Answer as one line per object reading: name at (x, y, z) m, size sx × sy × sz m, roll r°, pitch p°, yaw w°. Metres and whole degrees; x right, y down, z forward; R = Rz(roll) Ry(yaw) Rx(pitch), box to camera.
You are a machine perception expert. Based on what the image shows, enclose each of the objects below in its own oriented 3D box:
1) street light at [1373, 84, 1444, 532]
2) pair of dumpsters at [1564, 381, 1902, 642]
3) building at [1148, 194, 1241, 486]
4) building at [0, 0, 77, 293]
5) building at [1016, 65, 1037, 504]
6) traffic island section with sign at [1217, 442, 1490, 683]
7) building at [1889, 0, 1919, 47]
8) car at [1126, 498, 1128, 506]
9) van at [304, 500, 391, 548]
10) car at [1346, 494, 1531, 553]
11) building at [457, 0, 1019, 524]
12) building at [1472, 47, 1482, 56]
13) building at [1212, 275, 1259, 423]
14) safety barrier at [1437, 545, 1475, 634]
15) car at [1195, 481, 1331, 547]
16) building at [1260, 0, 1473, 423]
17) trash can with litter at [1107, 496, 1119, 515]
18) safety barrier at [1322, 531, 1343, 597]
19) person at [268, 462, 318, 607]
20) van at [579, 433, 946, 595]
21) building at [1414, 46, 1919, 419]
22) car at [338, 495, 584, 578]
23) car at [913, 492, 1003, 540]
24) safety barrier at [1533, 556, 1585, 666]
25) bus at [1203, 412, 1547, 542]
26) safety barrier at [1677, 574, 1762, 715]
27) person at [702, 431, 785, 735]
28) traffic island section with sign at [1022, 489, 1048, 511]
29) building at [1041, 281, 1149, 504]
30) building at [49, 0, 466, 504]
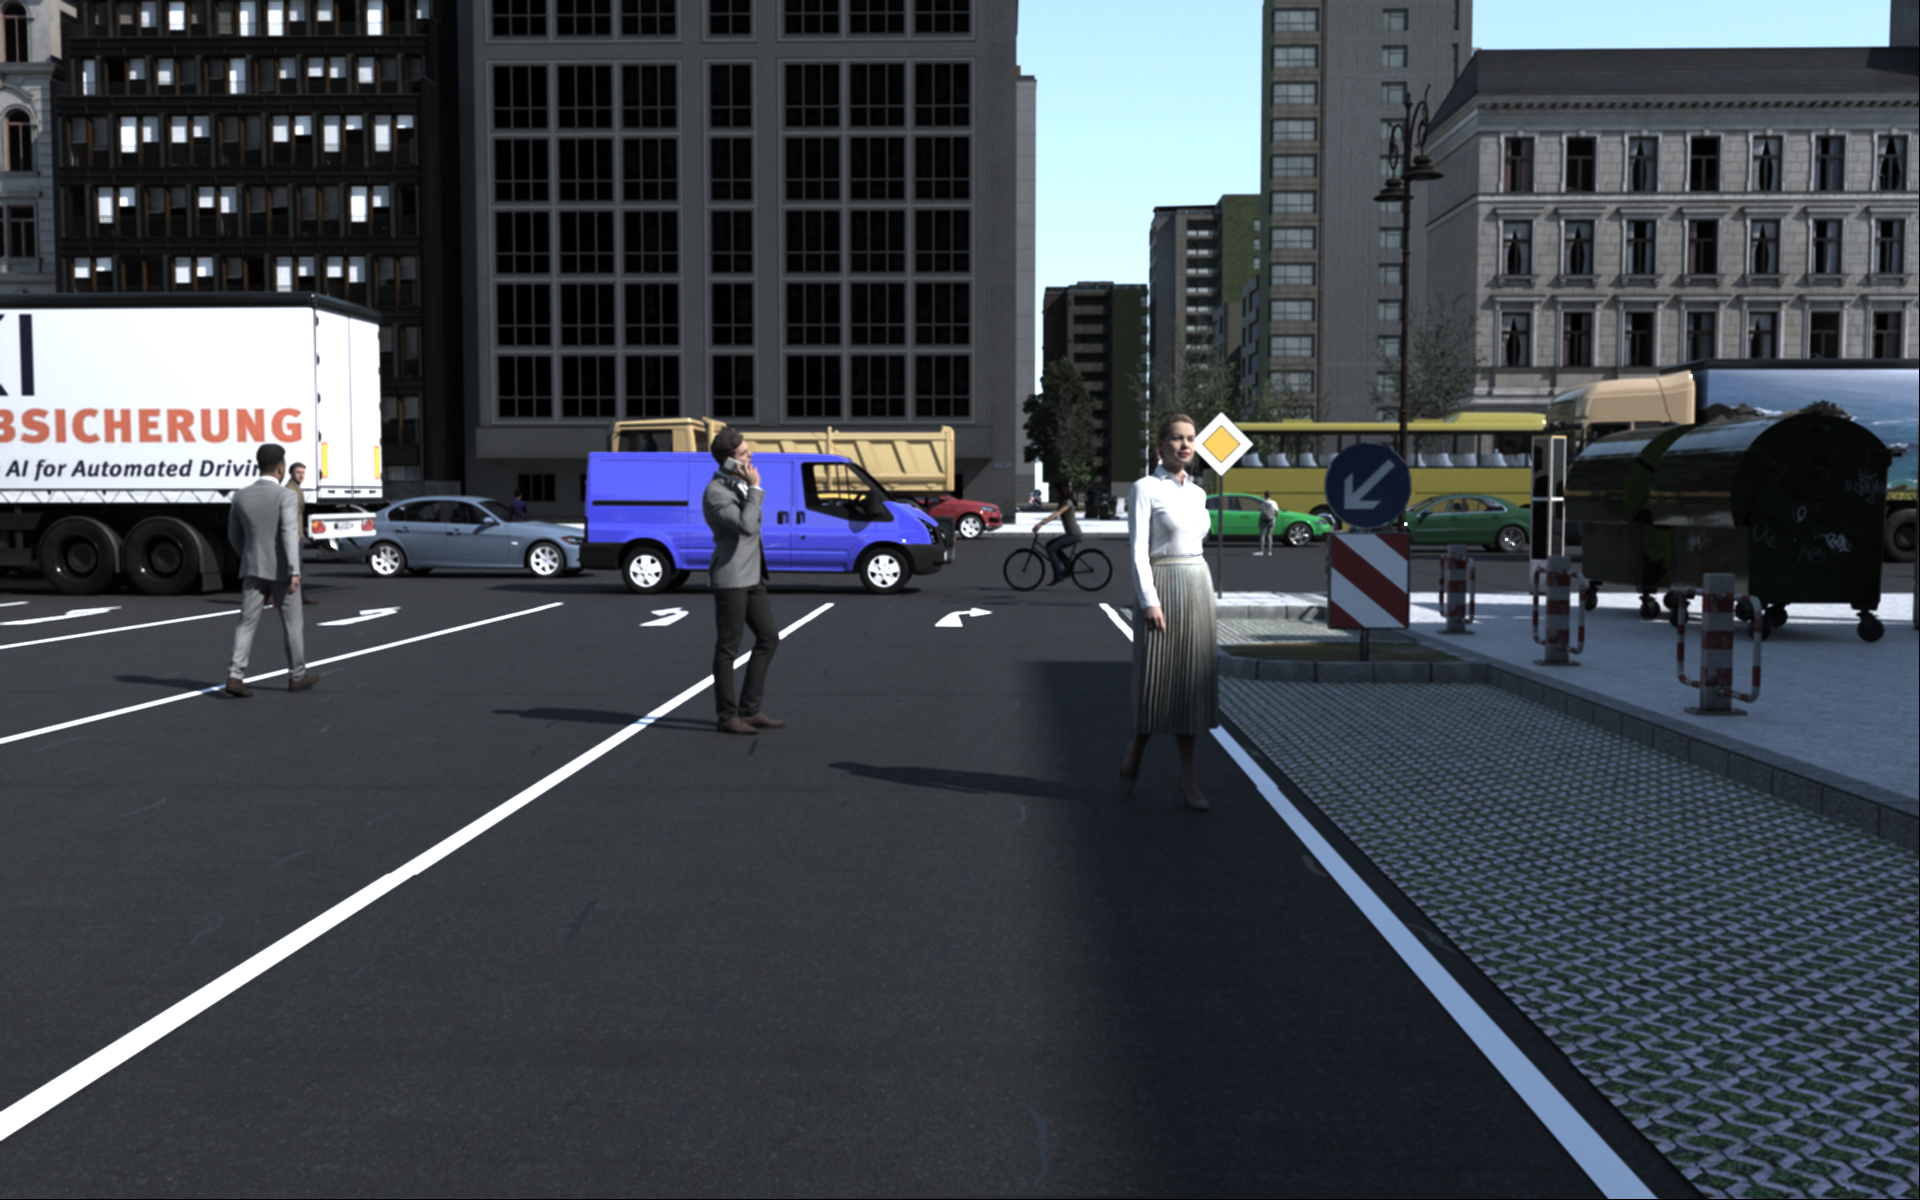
street light at (5.160, -2.894, 20.103) m, size 0.468 × 5.910 × 1.993 m, roll 0°, pitch 4°, yaw 1°
pair of dumpsters at (7.419, -0.888, 17.012) m, size 1.574 × 2.255 × 4.437 m, roll 0°, pitch 4°, yaw 1°
building at (33.418, -33.917, 238.132) m, size 14.086 × 41.232 × 14.154 m, roll 0°, pitch 4°, yaw 1°
building at (-49.864, -17.961, 81.046) m, size 23.554 × 28.519 × 14.401 m, roll 0°, pitch 4°, yaw 1°
building at (-3.615, -42.802, 241.811) m, size 28.212 × 58.520 × 21.231 m, roll 0°, pitch 4°, yaw 1°
traffic island section with sign at (3.025, -0.328, 13.990) m, size 1.989 × 1.847 × 2.006 m, roll 0°, pitch 4°, yaw 1°
building at (53.540, -15.775, 75.939) m, size 19.932 × 24.808 × 12.078 m, roll 0°, pitch 4°, yaw 1°
car at (20.432, -11.610, 202.188) m, size 2.083 × 1.381 × 4.827 m, roll 0°, pitch 4°, yaw 3°
van at (-16.066, -2.367, 45.707) m, size 4.112 × 2.044 × 2.013 m, roll 0°, pitch 4°, yaw 2°
car at (12.121, -1.916, 43.132) m, size 4.920 × 1.459 × 2.131 m, roll 0°, pitch 4°, yaw 2°
building at (-9.347, -17.476, 79.243) m, size 24.014 × 27.812 × 14.314 m, roll 0°, pitch 4°, yaw 1°
building at (56.744, -56.690, 239.555) m, size 31.000 × 86.520 × 22.319 m, roll 0°, pitch 4°, yaw 1°
building at (37.517, -18.698, 150.746) m, size 27.650 × 21.520 × 28.899 m, roll 0°, pitch 4°, yaw 1°
safety barrier at (4.555, -0.099, 15.893) m, size 0.300 × 0.817 × 1.120 m, roll 0°, pitch 4°, yaw 1°
car at (7.801, -2.374, 47.605) m, size 4.718 × 1.807 × 1.959 m, roll 0°, pitch 4°, yaw 2°
building at (29.203, -27.236, 128.899) m, size 14.154 × 41.232 × 14.086 m, roll 0°, pitch 4°, yaw 1°
trash can with litter at (9.186, -5.774, 105.798) m, size 1.055 × 1.170 × 0.624 m, roll -3°, pitch 5°, yaw -42°
safety barrier at (4.705, -0.453, 21.690) m, size 0.300 × 0.817 × 1.120 m, roll 0°, pitch 4°, yaw 1°
person at (-8.548, -0.839, 22.123) m, size 0.656 × 1.842 × 0.836 m, roll 3°, pitch 4°, yaw 36°
van at (-2.822, -1.289, 25.459) m, size 5.245 × 2.365 × 2.240 m, roll 0°, pitch 4°, yaw 1°
building at (22.993, -13.806, 76.636) m, size 40.483 × 20.767 × 10.553 m, roll 0°, pitch 4°, yaw 1°
car at (-8.489, -1.117, 30.268) m, size 4.499 × 1.417 × 2.014 m, roll 0°, pitch 4°, yaw 3°
car at (-1.280, -2.858, 55.409) m, size 5.304 × 1.827 × 2.281 m, roll 0°, pitch 4°, yaw 2°
safety barrier at (4.483, 0.079, 12.987) m, size 0.300 × 0.817 × 1.120 m, roll 0°, pitch 4°, yaw 1°
bus at (13.662, -3.740, 52.692) m, size 12.252 × 3.916 × 2.896 m, roll 0°, pitch 3°, yaw 0°
safety barrier at (4.413, 0.256, 10.094) m, size 0.300 × 0.817 × 1.120 m, roll 0°, pitch 4°, yaw 1°
person at (-1.301, -0.105, 10.406) m, size 0.473 × 1.802 × 0.592 m, roll 2°, pitch 4°, yaw 24°
traffic island section with sign at (6.430, -8.409, 146.110) m, size 1.989 × 1.847 × 2.006 m, roll 0°, pitch 4°, yaw 1°
building at (18.366, -28.519, 237.985) m, size 14.107 × 30.474 × 14.160 m, roll 0°, pitch 4°, yaw 1°
building at (-29.911, -15.224, 78.588) m, size 15.834 × 23.373 × 12.332 m, roll 0°, pitch 4°, yaw 1°
